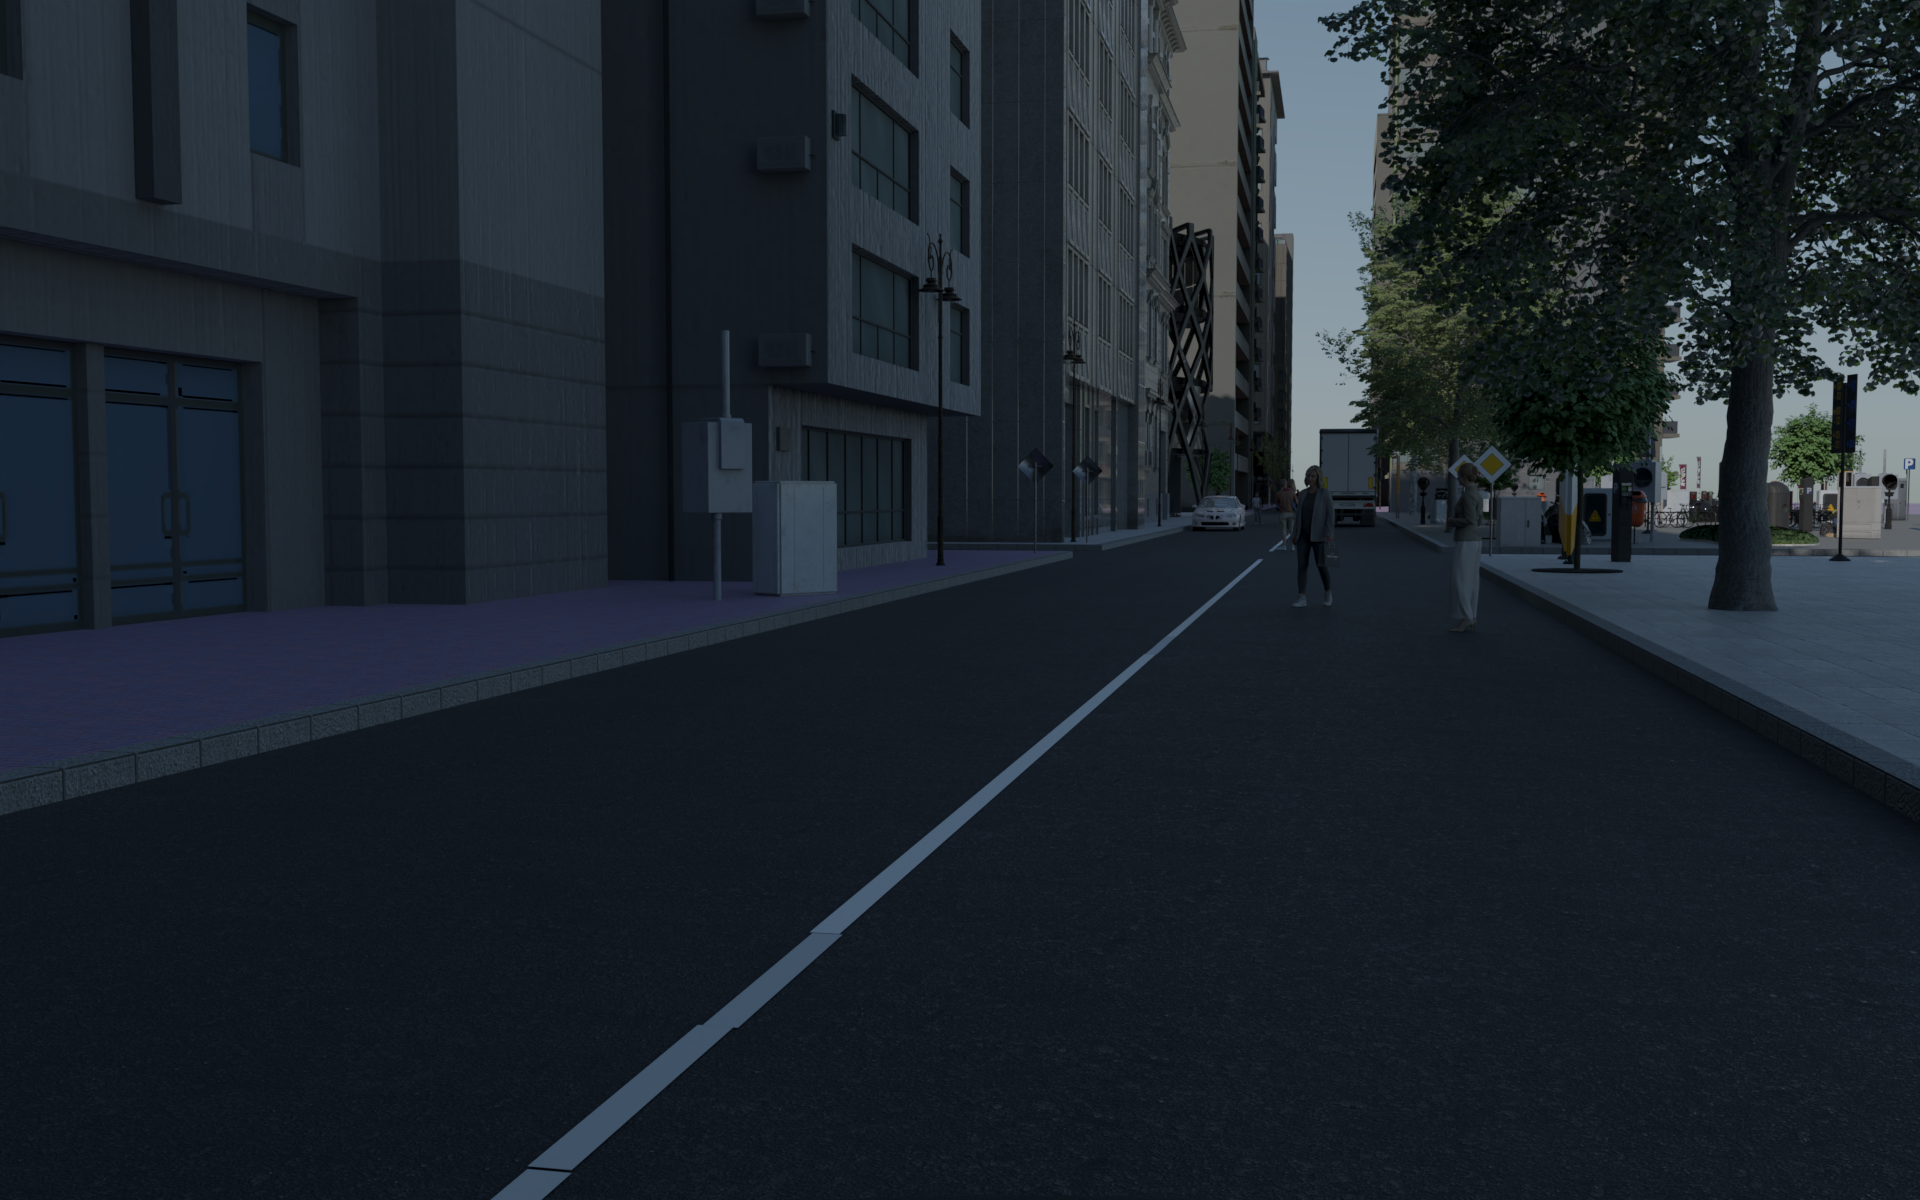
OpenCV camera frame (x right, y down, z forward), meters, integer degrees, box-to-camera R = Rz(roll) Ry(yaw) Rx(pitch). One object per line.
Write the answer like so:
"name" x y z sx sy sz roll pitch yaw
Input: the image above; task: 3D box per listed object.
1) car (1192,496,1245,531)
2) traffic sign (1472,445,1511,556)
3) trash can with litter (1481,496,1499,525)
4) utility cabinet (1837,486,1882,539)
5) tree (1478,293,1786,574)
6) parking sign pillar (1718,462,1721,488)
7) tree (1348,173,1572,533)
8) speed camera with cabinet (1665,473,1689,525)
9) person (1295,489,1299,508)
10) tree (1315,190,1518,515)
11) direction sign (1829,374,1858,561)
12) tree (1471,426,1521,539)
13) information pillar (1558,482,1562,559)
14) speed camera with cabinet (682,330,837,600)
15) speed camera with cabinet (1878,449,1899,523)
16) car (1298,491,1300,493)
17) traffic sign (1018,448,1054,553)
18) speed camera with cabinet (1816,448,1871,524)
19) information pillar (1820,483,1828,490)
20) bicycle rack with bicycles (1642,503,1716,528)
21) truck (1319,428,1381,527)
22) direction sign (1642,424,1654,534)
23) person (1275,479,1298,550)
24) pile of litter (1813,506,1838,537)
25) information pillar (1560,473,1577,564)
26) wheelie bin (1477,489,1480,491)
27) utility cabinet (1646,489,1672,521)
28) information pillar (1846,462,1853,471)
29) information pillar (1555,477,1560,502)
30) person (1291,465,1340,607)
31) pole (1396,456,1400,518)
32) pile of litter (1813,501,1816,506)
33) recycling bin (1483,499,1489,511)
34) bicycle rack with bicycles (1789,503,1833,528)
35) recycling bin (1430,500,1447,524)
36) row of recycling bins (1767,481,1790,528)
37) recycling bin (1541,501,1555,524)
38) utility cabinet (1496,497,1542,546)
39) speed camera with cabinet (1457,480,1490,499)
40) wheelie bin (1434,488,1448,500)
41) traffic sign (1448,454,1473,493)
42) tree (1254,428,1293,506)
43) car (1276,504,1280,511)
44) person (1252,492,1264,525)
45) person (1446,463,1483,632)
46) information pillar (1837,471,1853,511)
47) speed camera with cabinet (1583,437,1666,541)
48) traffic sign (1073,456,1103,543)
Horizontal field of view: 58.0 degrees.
"car" 10.290 -3.445 68.693 2.083 1.381 4.827 1 4 13
"traffic sign" 10.911 -1.954 35.583 0.795 2.450 0.064 1 4 12
"trash can with litter" 21.777 -3.716 71.822 2.233 1.210 1.678 1 4 12
"utility cabinet" 25.756 -2.504 49.619 0.318 1.500 1.173 -2 4 -26
"tree" 10.130 -2.738 28.479 4.285 4.588 4.351 0 3 0
"parking sign pillar" 44.838 -6.865 100.709 1.447 3.967 1.447 -3 5 -41
"tree" 16.792 -8.506 57.203 7.486 12.596 7.792 0 3 0
"speed camera with cabinet" 29.664 -4.787 72.599 2.038 3.252 0.660 -2 4 -28
"person" 27.314 -8.057 140.169 1.348 1.831 0.705 1 4 19
"tree" 28.013 -15.216 104.677 12.611 20.169 13.585 0 3 0
"direction sign" 16.854 -2.512 33.072 0.379 3.537 0.876 0 4 1
"tree" 15.112 -3.350 49.371 1.663 3.219 1.824 0 3 0
"information pillar" 11.880 -2.608 33.990 0.183 3.616 0.504 0 4 6
"speed camera with cabinet" -2.487 -1.672 21.670 2.038 3.252 0.660 -3 5 -45
"speed camera with cabinet" 40.373 -5.009 76.231 2.038 3.252 0.660 -2 4 -25
"car" 40.305 -11.852 202.447 2.281 1.827 5.304 1 4 11
"traffic sign" 1.638 -2.078 37.617 0.795 2.450 0.064 1 4 12
"speed camera with cabinet" 38.290 -4.936 75.039 2.038 3.252 0.660 1 4 13
"information pillar" 55.486 -6.531 111.274 0.304 2.012 0.304 -2 4 -28
"bicycle rack with bicycles" 27.488 -3.217 65.981 2.852 0.926 2.925 -2 4 -27
"truck" 17.881 -5.536 79.431 2.839 4.237 11.283 1 4 13
"direction sign" 22.312 -3.919 56.079 0.379 3.537 0.876 1 4 8
"person" 8.409 -2.196 44.384 0.573 1.828 0.580 3 5 42
"pile of litter" 26.649 -2.331 52.085 1.719 0.858 1.176 0 4 4
"information pillar" 11.261 -2.468 31.712 0.183 3.616 0.504 3 5 40
"wheelie bin" 33.972 -6.521 114.521 0.980 1.594 0.693 0 4 6
"utility cabinet" 33.126 -4.489 82.080 0.318 1.500 1.173 -2 4 -32
"information pillar" 41.498 -5.484 81.019 0.504 3.616 0.183 0 4 5
"information pillar" 25.735 -4.269 74.290 0.304 2.012 0.304 3 5 44
"person" 4.578 -0.819 22.066 0.709 1.800 0.728 3 5 43
"pole" 23.350 -6.024 92.343 0.158 3.312 0.155 0 3 0
"pile of litter" 53.336 -5.718 107.450 1.719 0.858 1.176 -2 4 -27
"recycling bin" 27.086 -4.661 88.757 0.722 1.027 0.722 0 4 3
"bicycle rack with bicycles" 35.135 -3.601 72.263 2.852 0.926 2.925 1 4 22
"recycling bin" 20.929 -3.843 75.385 0.722 1.027 0.722 0 4 -6
"row of recycling bins" 26.310 -3.057 57.099 1.069 1.692 3.534 0 4 5
"recycling bin" 21.091 -3.068 62.722 0.722 1.027 0.722 -3 5 -44
"utility cabinet" 13.806 -1.934 42.787 1.020 1.237 0.306 0 4 0
"speed camera with cabinet" 27.464 -6.014 92.662 2.038 3.252 0.660 1 4 16
"wheelie bin" 24.950 -4.998 89.627 0.980 1.594 0.693 2 4 34
"traffic sign" 12.611 -2.431 43.386 0.795 2.450 0.064 1 4 12
"tree" 34.933 -14.894 193.879 4.737 8.622 4.395 0 3 0
"car" 28.037 -8.492 148.436 1.945 1.707 3.694 1 4 14
"person" 14.009 -4.302 81.429 0.503 1.515 0.523 -3 4 -36
"person" 5.279 -0.558 18.165 0.362 1.759 0.519 2 4 29
"information pillar" 28.442 -3.131 55.685 0.304 2.012 0.304 -1 4 -15
"speed camera with cabinet" 18.074 -3.248 47.433 2.038 3.252 0.660 3 4 38
"traffic sign" 3.338 -2.555 45.420 0.795 2.450 0.064 1 4 12
